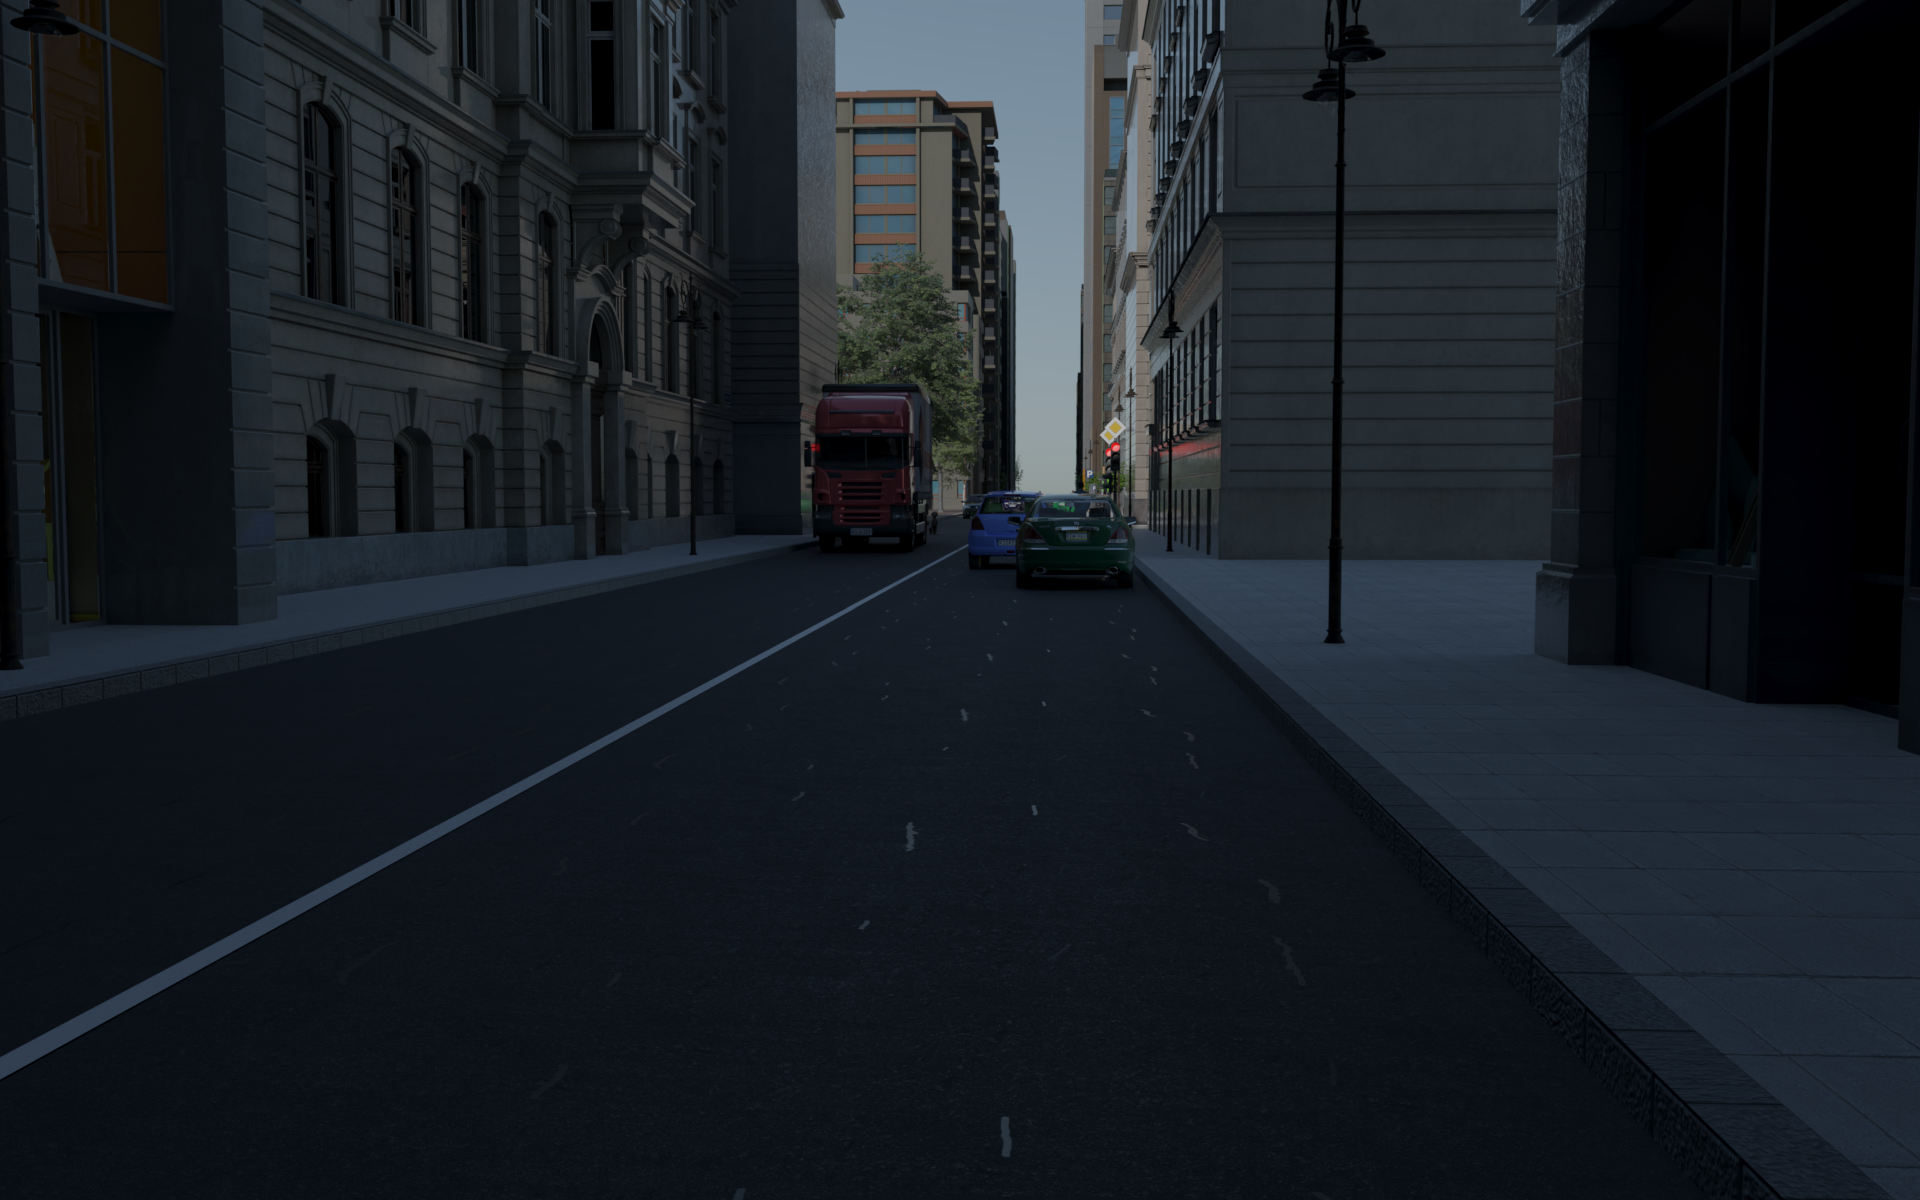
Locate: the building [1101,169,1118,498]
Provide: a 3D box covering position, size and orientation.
[{"bbox_3d":[19.803,-23.510,156.095,14.160,30.474,14.107,0,4,3],"label":"building"}]

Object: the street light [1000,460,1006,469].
[{"bbox_3d":[5.891,-15.803,231.169,0.468,5.910,1.993,0,4,3],"label":"street light"}]

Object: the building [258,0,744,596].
[{"bbox_3d":[-12.926,-13.199,34.890,14.460,24.649,34.723,0,4,3],"label":"building"}]

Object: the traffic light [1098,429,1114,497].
[{"bbox_3d":[6.095,-5.017,70.950,0.839,4.253,0.868,0,4,3],"label":"traffic light"}]

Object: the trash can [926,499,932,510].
[{"bbox_3d":[-2.465,-7.843,139.892,0.748,1.137,0.748,0,3,0],"label":"trash can"}]

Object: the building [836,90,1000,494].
[{"bbox_3d":[-6.989,-32.766,190.356,22.147,44.769,28.867,0,4,3],"label":"building"}]

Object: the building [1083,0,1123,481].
[{"bbox_3d":[24.248,-39.753,191.953,21.231,58.520,28.212,0,4,3],"label":"building"}]

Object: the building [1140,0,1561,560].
[{"bbox_3d":[13.136,-13.065,46.896,16.112,22.955,30.059,0,4,3],"label":"building"}]

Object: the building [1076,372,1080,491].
[{"bbox_3d":[31.340,-25.346,259.445,27.650,21.520,28.899,0,4,3],"label":"building"}]

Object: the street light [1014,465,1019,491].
[{"bbox_3d":[8.771,-18.706,278.633,0.468,5.910,1.993,0,4,3],"label":"street light"}]

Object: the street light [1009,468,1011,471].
[{"bbox_3d":[7.378,-17.255,254.898,0.468,5.910,1.993,0,4,3],"label":"street light"}]

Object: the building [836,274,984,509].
[{"bbox_3d":[-12.260,-19.412,162.419,27.650,21.520,28.899,0,4,3],"label":"building"}]

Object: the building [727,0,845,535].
[{"bbox_3d":[-13.547,-12.814,58.663,18.267,20.994,9.793,0,4,3],"label":"building"}]

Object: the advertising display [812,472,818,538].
[{"bbox_3d":[-4.274,-2.803,51.043,0.123,1.923,0.974,0,4,-1],"label":"advertising display"}]

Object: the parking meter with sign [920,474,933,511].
[{"bbox_3d":[-2.947,-8.335,132.538,1.738,3.016,0.543,0,3,0],"label":"parking meter with sign"}]

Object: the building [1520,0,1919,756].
[{"bbox_3d":[8.953,-9.832,11.662,10.553,20.767,40.483,0,4,3],"label":"building"}]

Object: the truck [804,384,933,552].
[{"bbox_3d":[-2.211,-3.511,46.325,2.839,4.237,11.283,0,4,2],"label":"truck"}]

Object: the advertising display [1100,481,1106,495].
[{"bbox_3d":[6.685,-4.644,81.150,0.123,1.923,0.974,0,4,-4],"label":"advertising display"}]

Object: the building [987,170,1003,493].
[{"bbox_3d":[-2.387,-32.384,213.070,14.154,41.232,14.086,0,4,3],"label":"building"}]

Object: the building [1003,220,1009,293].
[{"bbox_3d":[-0.210,-34.742,251.618,14.154,41.232,14.086,0,4,3],"label":"building"}]

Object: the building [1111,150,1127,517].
[{"bbox_3d":[13.496,-15.102,96.070,9.793,20.994,18.267,0,4,3],"label":"building"}]

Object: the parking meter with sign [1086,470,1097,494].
[{"bbox_3d":[9.666,-7.937,126.031,0.543,3.016,1.738,-1,4,-13],"label":"parking meter with sign"}]

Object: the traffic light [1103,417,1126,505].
[{"bbox_3d":[5.624,-4.530,62.979,0.839,4.253,0.868,0,4,3],"label":"traffic light"}]

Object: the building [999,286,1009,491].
[{"bbox_3d":[-0.607,-28.481,237.370,14.160,30.474,14.107,0,4,3],"label":"building"}]

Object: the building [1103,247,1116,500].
[{"bbox_3d":[14.987,-15.302,114.813,10.561,19.102,19.286,0,4,3],"label":"building"}]

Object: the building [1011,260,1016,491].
[{"bbox_3d":[2.316,-37.354,294.324,14.154,41.232,14.086,0,4,3],"label":"building"}]

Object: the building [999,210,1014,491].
[{"bbox_3d":[1.484,-38.509,279.733,14.600,45.320,14.200,0,4,3],"label":"building"}]

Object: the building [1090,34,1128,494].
[{"bbox_3d":[19.872,-31.804,170.108,14.600,45.320,14.200,0,4,3],"label":"building"}]

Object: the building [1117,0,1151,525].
[{"bbox_3d":[19.610,-17.028,75.668,25.104,27.353,12.463,0,4,3],"label":"building"}]

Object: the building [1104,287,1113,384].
[{"bbox_3d":[17.237,-18.265,134.791,11.583,22.565,21.152,0,4,3],"label":"building"}]

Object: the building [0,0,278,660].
[{"bbox_3d":[-13.235,-13.761,2.494,11.434,29.767,29.804,0,4,3],"label":"building"}]

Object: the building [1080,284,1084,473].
[{"bbox_3d":[23.485,-28.492,237.553,14.160,30.474,14.107,0,4,3],"label":"building"}]
